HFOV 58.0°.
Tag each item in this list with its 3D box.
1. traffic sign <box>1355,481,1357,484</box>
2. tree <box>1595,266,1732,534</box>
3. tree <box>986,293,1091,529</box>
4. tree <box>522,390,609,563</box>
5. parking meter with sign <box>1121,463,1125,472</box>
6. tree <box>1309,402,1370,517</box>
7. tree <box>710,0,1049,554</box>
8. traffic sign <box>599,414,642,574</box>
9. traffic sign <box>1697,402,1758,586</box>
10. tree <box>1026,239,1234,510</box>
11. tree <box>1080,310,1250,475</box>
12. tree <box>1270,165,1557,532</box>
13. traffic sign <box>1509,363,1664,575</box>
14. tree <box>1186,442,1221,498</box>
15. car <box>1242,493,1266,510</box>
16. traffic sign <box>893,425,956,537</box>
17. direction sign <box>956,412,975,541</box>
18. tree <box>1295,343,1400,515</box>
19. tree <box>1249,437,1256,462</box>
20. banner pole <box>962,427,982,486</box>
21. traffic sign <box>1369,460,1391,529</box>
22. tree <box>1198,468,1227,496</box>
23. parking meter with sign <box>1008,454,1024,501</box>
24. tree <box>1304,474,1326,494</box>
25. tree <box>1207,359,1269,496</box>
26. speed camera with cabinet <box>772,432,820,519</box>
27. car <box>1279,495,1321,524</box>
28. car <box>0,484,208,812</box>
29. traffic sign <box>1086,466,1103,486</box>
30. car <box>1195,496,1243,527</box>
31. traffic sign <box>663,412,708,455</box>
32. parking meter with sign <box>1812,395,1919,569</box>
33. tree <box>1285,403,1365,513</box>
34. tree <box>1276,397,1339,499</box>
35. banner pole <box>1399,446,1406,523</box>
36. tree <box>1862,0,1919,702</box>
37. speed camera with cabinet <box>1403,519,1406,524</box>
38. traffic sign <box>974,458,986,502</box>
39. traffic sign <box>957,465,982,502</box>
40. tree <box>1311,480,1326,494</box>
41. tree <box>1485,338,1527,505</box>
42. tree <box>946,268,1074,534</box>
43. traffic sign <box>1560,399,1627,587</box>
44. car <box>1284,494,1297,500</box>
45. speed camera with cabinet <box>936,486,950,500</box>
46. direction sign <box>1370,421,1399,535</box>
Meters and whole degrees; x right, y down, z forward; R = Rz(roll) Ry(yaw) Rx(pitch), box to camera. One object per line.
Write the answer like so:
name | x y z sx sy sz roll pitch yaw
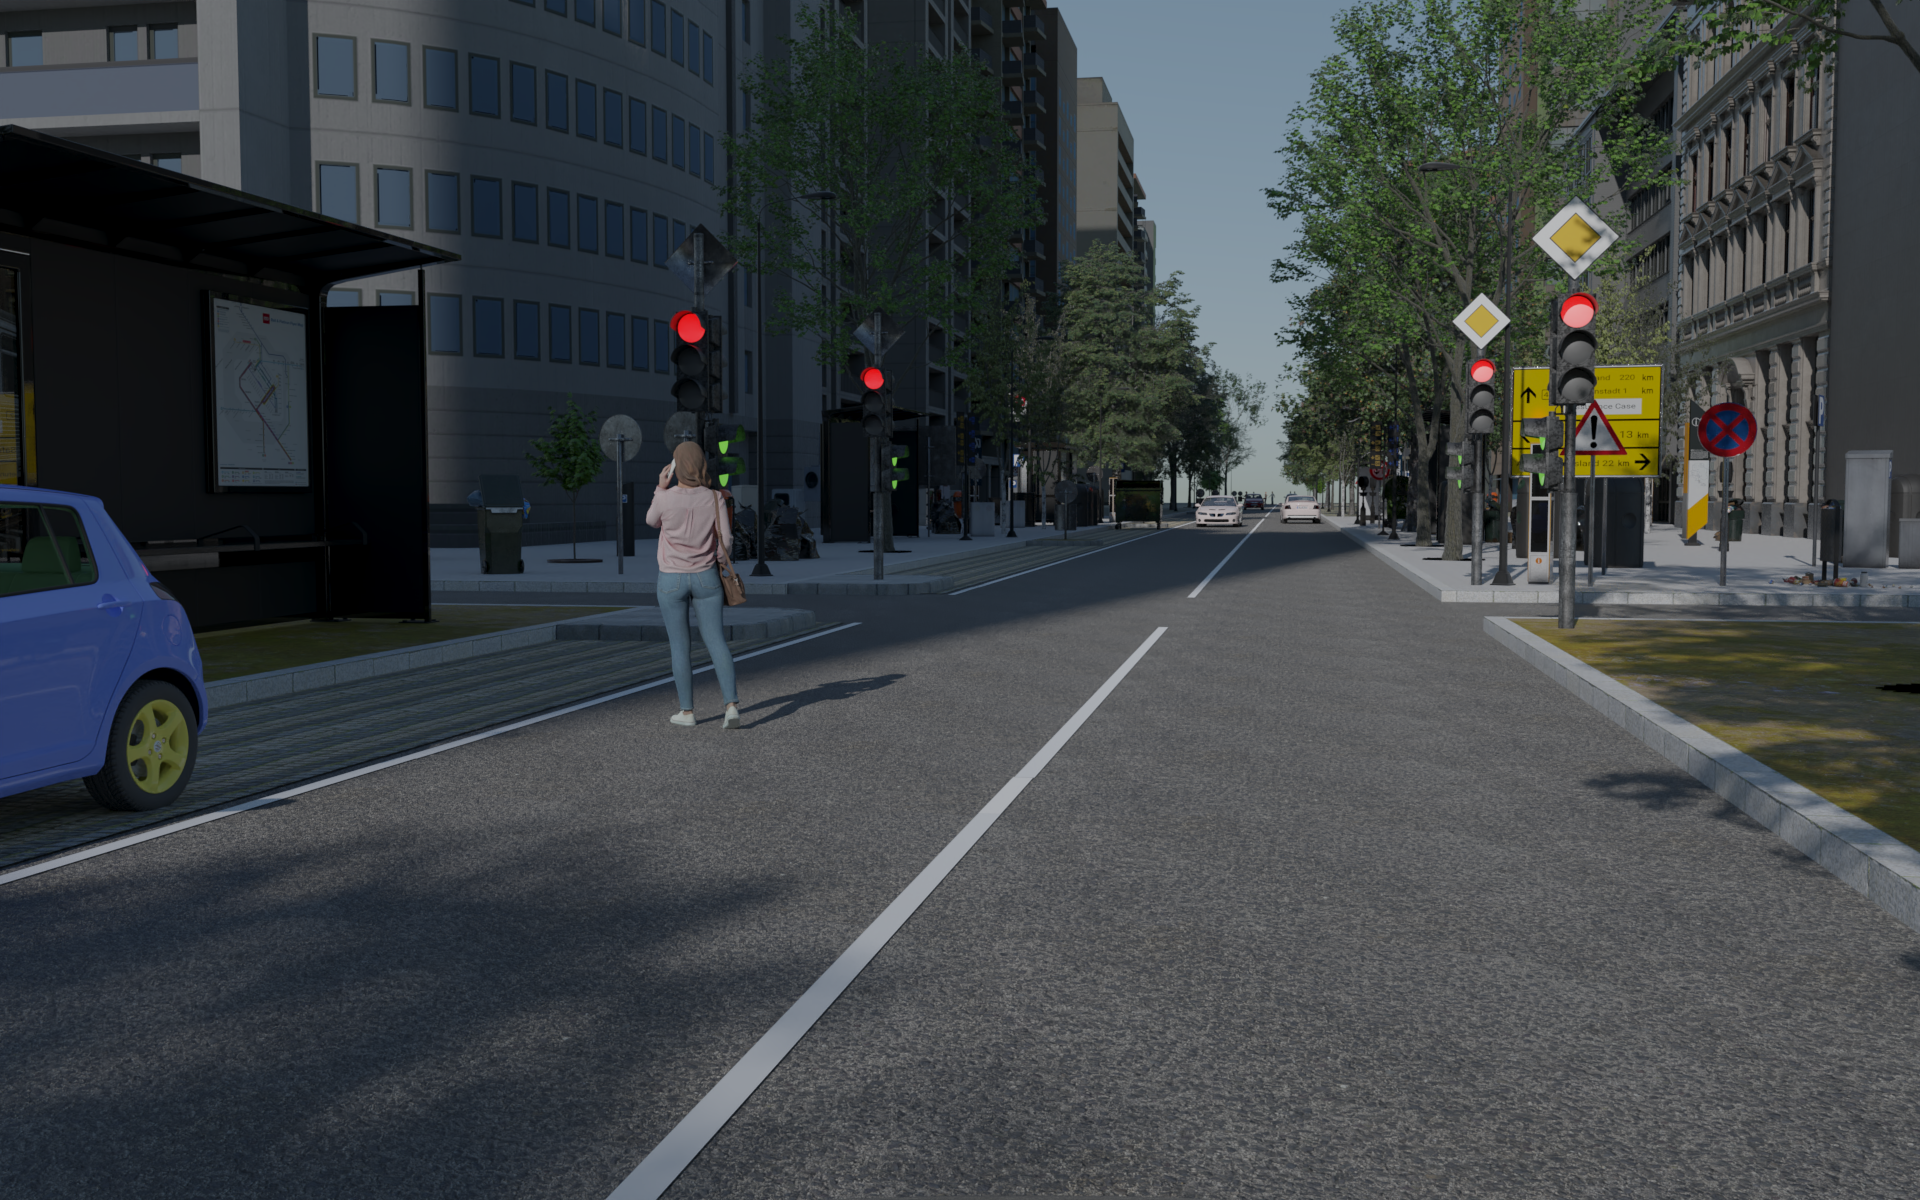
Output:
traffic sign | 21.426 -5.626 91.992 0.884 2.594 0.081 1 4 17
tree | 22.263 -6.437 55.603 4.360 8.622 3.978 0 3 0
tree | 3.021 -6.882 62.885 4.360 8.622 3.978 0 3 0
tree | -7.376 -2.315 32.448 1.663 3.219 1.824 0 3 0
parking meter with sign | 9.075 -6.126 96.424 0.543 3.016 1.738 1 4 18
tree | 21.344 -8.858 95.189 4.360 8.622 3.978 0 3 0
tree | -1.796 -6.844 37.651 9.928 11.665 9.643 0 3 0
traffic sign | -5.431 -1.685 27.656 0.768 2.556 0.104 1 4 18
traffic sign | 10.653 -1.468 24.108 0.768 2.556 0.104 1 4 20
tree | 7.835 -10.964 85.911 9.857 13.997 8.962 0 3 0
tree | 12.337 -12.468 114.218 12.009 13.543 11.850 0 3 0
tree | 15.489 -8.668 58.725 9.611 12.733 9.660 0 3 0
traffic sign | 9.880 -2.051 27.413 2.265 3.308 0.079 1 4 18
tree | 23.960 -13.685 174.115 4.360 8.622 3.978 0 3 0
car | 26.537 -9.014 156.412 2.155 1.783 4.494 1 4 9
traffic sign | -1.246 -3.531 51.597 2.265 3.308 0.079 1 4 11
direction sign | 0.162 -3.419 47.898 0.379 3.537 0.876 2 4 35
tree | 24.682 -11.541 106.819 7.486 12.596 7.792 0 3 0
tree | 33.327 -19.237 224.893 12.009 13.543 11.850 0 3 0
banner pole | 0.434 -4.558 64.533 0.863 3.779 0.401 1 4 16
traffic sign | 15.554 -3.919 64.190 0.768 2.556 0.104 1 4 18
tree | 28.164 -12.846 193.740 4.285 4.588 4.351 0 3 0
parking meter with sign | 2.335 -4.800 74.745 0.543 3.016 1.738 1 4 15
tree | 49.486 -15.755 241.300 4.285 4.588 4.351 0 3 0
tree | 37.191 -23.618 242.039 12.611 20.169 13.585 0 3 0
speed camera with cabinet | -5.138 -3.761 55.825 2.038 3.252 0.660 2 4 35
car | 16.674 -4.434 84.858 2.083 1.381 4.827 1 4 9
car | -4.678 0.176 6.710 1.945 1.707 3.694 1 4 11
traffic sign | 6.000 -4.727 77.397 0.768 2.556 0.104 1 4 17
car | 11.442 -3.909 76.280 2.083 1.381 4.827 1 4 12
traffic sign | -4.108 -1.587 26.047 0.768 2.556 0.104 1 4 13
parking meter with sign | 15.790 -2.069 30.087 1.738 3.016 0.543 2 4 35
tree | 29.838 -12.528 139.243 8.767 10.594 7.601 2 4 33
tree | 44.317 -18.955 216.575 9.857 13.997 8.962 0 3 0
banner pole | 19.464 -5.287 76.463 0.401 3.779 0.863 -2 4 -29
tree | 6.570 -5.183 10.492 9.928 11.665 9.643 0 3 0
speed camera with cabinet | 18.128 -4.552 68.753 0.660 3.252 2.038 2 4 27
traffic sign | 0.542 -3.713 60.816 0.768 2.556 0.104 1 4 18
traffic sign | 0.319 -3.666 59.941 0.884 2.594 0.081 1 4 13
tree | 50.993 -15.535 248.600 1.663 3.219 1.824 0 3 0
tree | 20.649 -7.161 67.450 4.360 8.622 3.978 0 3 0
tree | 1.464 -6.434 55.561 4.737 8.622 4.395 0 3 0
traffic sign | 8.716 -1.460 23.880 0.884 2.594 0.081 1 4 11
car | 43.719 -13.405 228.216 2.155 1.783 4.494 1 4 11
speed camera with cabinet | -1.264 -5.543 84.969 0.660 3.252 2.038 -2 4 -32
direction sign | 13.207 -3.789 53.943 0.876 3.537 0.379 1 4 8
